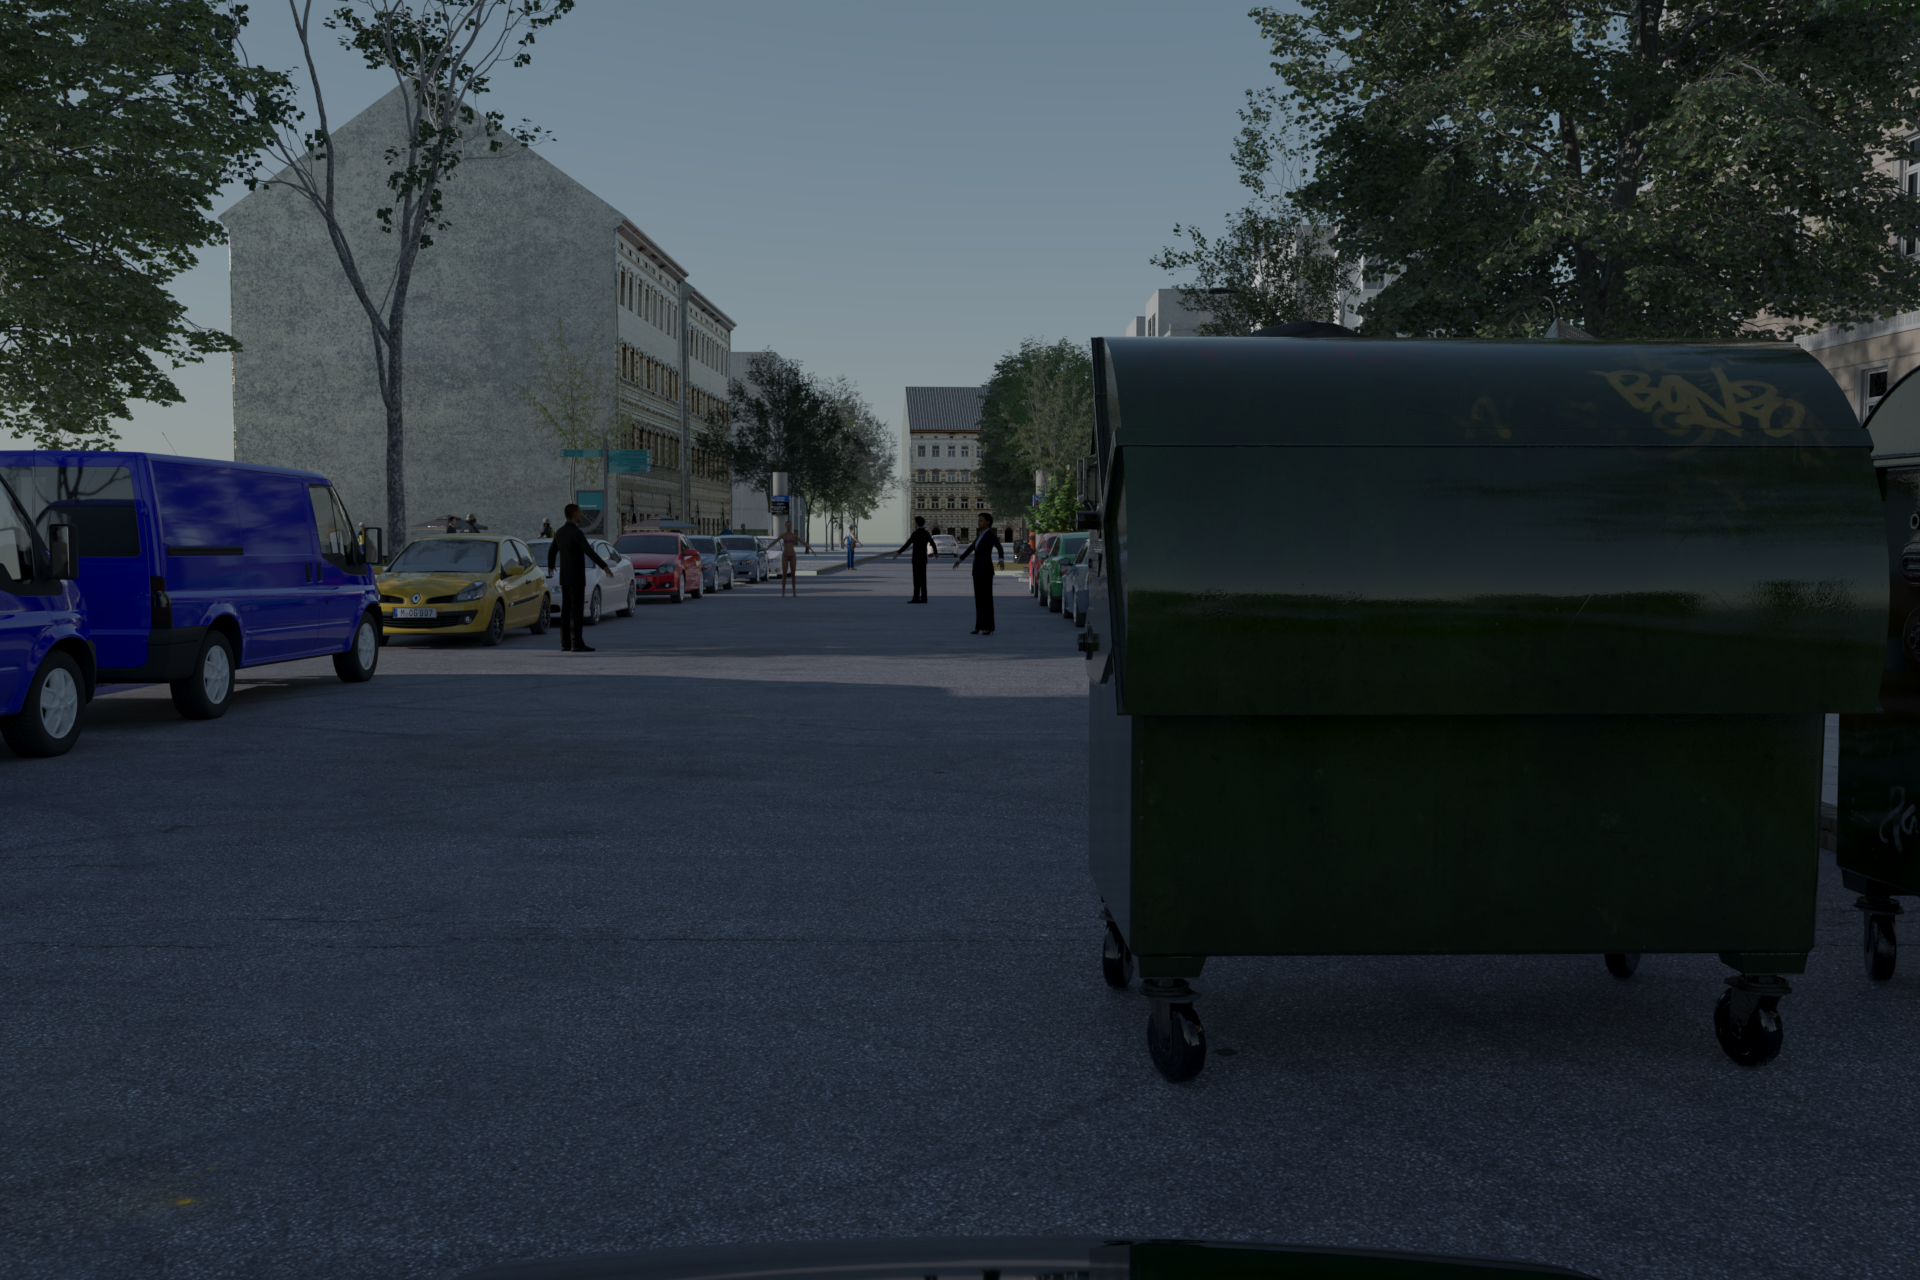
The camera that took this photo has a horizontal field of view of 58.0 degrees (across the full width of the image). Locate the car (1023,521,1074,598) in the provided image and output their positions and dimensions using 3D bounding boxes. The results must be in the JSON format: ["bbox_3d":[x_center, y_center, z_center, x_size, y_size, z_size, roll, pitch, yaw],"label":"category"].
[{"bbox_3d":[2.558,-1.921,40.454,2.155,1.783,4.494,0,4,0],"label":"car"}]

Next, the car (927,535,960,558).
[{"bbox_3d":[-1.037,-5.711,105.741,2.083,1.381,4.827,0,4,0],"label":"car"}]

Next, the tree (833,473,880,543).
[{"bbox_3d":[-15.111,-19.908,251.253,9.928,11.665,9.643,0,3,0],"label":"tree"}]

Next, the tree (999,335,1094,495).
[{"bbox_3d":[3.403,-6.944,63.890,4.360,8.622,3.978,0,3,0],"label":"tree"}]

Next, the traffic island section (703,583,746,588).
[{"bbox_3d":[-6.872,-1.485,47.149,1.991,0.108,1.994,0,3,0],"label":"traffic island section"}]

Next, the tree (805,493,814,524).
[{"bbox_3d":[-24.204,-20.413,251.875,7.486,12.596,7.792,0,3,0],"label":"tree"}]

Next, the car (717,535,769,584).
[{"bbox_3d":[-6.697,-2.415,51.493,2.014,1.417,4.499,0,4,0],"label":"car"}]

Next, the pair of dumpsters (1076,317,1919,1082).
[{"bbox_3d":[2.551,-0.006,5.055,4.436,2.255,1.574,0,4,-1],"label":"pair of dumpsters"}]

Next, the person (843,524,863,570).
[{"bbox_3d":[-4.347,-3.727,69.253,0.705,1.847,1.347,-3,4,-38],"label":"person"}]

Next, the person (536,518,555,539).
[{"bbox_3d":[-14.819,-3.440,62.029,0.705,1.856,1.354,1,4,22],"label":"person"}]

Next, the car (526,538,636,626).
[{"bbox_3d":[-6.594,-0.994,28.620,2.083,1.381,4.827,0,4,1],"label":"car"}]

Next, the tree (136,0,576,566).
[{"bbox_3d":[-13.688,-11.153,38.246,12.611,20.169,13.585,0,3,0],"label":"tree"}]

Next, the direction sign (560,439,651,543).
[{"bbox_3d":[-9.944,-3.698,49.231,2.525,3.948,1.411,0,4,0],"label":"direction sign"}]

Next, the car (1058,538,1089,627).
[{"bbox_3d":[2.619,-0.975,27.942,2.014,1.417,4.499,0,4,0],"label":"car"}]

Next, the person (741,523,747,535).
[{"bbox_3d":[-10.863,-4.927,86.677,0.705,1.813,1.348,-1,4,-9],"label":"person"}]

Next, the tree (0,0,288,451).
[{"bbox_3d":[-12.795,-6.373,22.320,7.486,12.596,7.792,0,3,0],"label":"tree"}]

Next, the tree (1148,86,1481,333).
[{"bbox_3d":[14.924,-13.375,74.566,12.611,20.169,13.585,0,3,0],"label":"tree"}]

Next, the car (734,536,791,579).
[{"bbox_3d":[-6.486,-2.711,56.692,2.083,1.381,4.827,0,3,0],"label":"car"}]

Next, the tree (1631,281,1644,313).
[{"bbox_3d":[27.250,-9.021,65.621,7.486,12.596,7.792,0,3,0],"label":"tree"}]

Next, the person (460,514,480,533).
[{"bbox_3d":[-13.490,-2.571,47.902,1.351,1.845,0.704,2,4,34],"label":"person"}]

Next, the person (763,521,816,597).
[{"bbox_3d":[-3.865,-1.832,39.216,1.217,1.733,0.721,-1,4,-13],"label":"person"}]

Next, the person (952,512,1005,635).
[{"bbox_3d":[0.277,-0.945,24.635,0.721,1.740,1.216,-2,4,-34],"label":"person"}]

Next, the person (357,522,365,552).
[{"bbox_3d":[-24.474,-3.962,71.251,0.721,1.772,1.216,0,4,6],"label":"person"}]

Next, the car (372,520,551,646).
[{"bbox_3d":[-6.748,-0.804,23.365,2.015,1.641,3.980,0,4,0],"label":"car"}]

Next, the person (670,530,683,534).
[{"bbox_3d":[-13.157,-4.547,80.280,1.347,1.837,0.705,-3,5,-41],"label":"person"}]

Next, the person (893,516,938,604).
[{"bbox_3d":[-0.858,-1.660,35.788,0.705,1.806,1.347,3,5,40],"label":"person"}]

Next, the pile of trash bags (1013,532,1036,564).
[{"bbox_3d":[3.279,-4.071,76.307,1.912,1.369,3.447,0,3,0],"label":"pile of trash bags"}]

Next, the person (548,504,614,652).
[{"bbox_3d":[-4.698,-0.762,21.139,1.346,1.802,0.704,3,5,45],"label":"person"}]

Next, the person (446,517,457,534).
[{"bbox_3d":[-15.890,-2.952,54.315,0.704,1.823,1.345,0,4,4],"label":"person"}]

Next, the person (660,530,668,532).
[{"bbox_3d":[-12.306,-4.069,72.493,0.705,1.833,1.349,1,4,13],"label":"person"}]

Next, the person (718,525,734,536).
[{"bbox_3d":[-13.200,-5.616,97.954,1.347,1.817,0.704,0,4,-5],"label":"person"}]

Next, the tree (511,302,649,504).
[{"bbox_3d":[-12.689,-6.459,55.962,4.360,8.622,3.978,0,3,0],"label":"tree"}]

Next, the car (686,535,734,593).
[{"bbox_3d":[-6.754,-1.927,43.506,2.014,1.417,4.499,0,4,1],"label":"car"}]

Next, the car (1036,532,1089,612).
[{"bbox_3d":[2.473,-1.484,33.061,1.959,1.807,4.718,0,4,-1],"label":"car"}]

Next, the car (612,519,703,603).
[{"bbox_3d":[-6.630,-1.717,37.116,2.155,1.783,4.494,0,4,0],"label":"car"}]

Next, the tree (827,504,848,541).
[{"bbox_3d":[-17.796,-18.829,258.210,4.360,8.622,3.978,0,3,0],"label":"tree"}]
